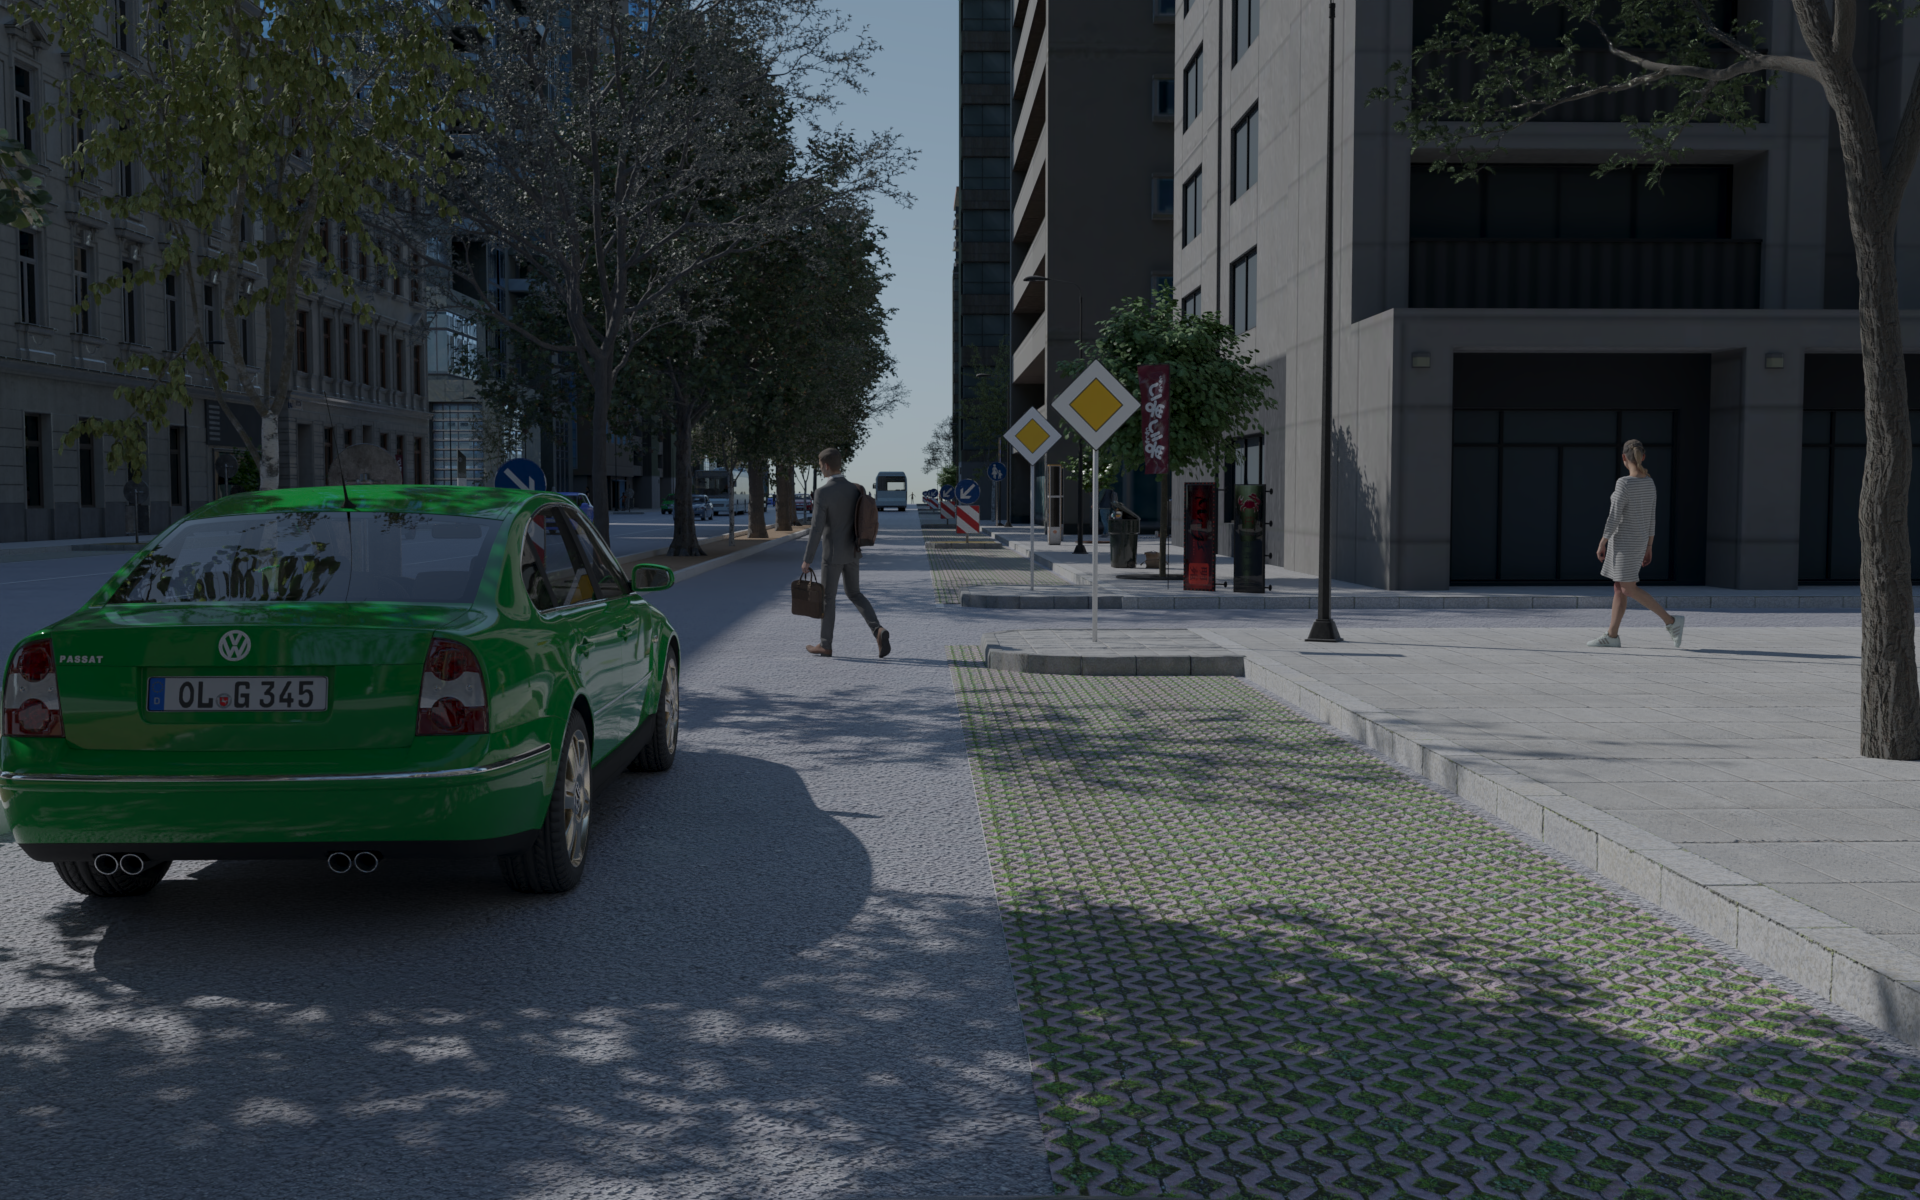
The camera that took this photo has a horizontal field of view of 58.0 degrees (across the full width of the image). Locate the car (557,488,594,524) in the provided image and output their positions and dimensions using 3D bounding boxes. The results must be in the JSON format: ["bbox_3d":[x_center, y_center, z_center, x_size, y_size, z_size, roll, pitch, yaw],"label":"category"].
[{"bbox_3d":[-14.289,-3.236,62.503,1.945,1.707,3.694,0,4,0],"label":"car"}]

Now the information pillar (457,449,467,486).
[{"bbox_3d":[-25.777,-6.009,89.596,0.504,3.616,0.183,-3,5,-45],"label":"information pillar"}]

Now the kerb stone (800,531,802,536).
[{"bbox_3d":[-5.423,-2.152,57.411,0.120,0.150,1.000,0,4,-2],"label":"kerb stone"}]

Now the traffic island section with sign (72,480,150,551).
[{"bbox_3d":[-21.324,-2.187,44.382,1.989,1.847,2.006,0,4,-2],"label":"traffic island section with sign"}]

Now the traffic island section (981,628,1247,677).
[{"bbox_3d":[1.212,0.444,15.021,2.009,0.180,2.903,0,4,-2],"label":"traffic island section"}]

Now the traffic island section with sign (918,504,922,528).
[{"bbox_3d":[-0.642,-3.925,72.798,1.989,1.847,2.006,0,4,-2],"label":"traffic island section with sign"}]

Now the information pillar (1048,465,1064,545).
[{"bbox_3d":[2.368,-2.386,43.505,0.304,2.012,0.304,0,4,-5],"label":"information pillar"}]

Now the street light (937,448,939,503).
[{"bbox_3d":[-1.611,-12.337,174.248,1.470,5.913,1.316,0,4,-2],"label":"street light"}]

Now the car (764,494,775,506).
[{"bbox_3d":[-22.503,-11.953,205.023,1.945,1.707,3.694,0,4,0],"label":"car"}]

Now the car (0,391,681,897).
[{"bbox_3d":[-2.310,0.076,7.555,1.959,1.807,4.718,0,4,-2],"label":"car"}]

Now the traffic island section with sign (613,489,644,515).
[{"bbox_3d":[-23.391,-6.961,122.440,1.989,1.847,2.006,0,4,-2],"label":"traffic island section with sign"}]

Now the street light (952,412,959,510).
[{"bbox_3d":[0.420,-7.658,97.755,1.470,5.913,1.316,0,4,-2],"label":"street light"}]

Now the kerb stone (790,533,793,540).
[{"bbox_3d":[-5.311,-1.902,53.313,0.120,0.150,1.000,0,4,-2],"label":"kerb stone"}]

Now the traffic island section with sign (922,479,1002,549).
[{"bbox_3d":[0.071,-2.277,45.852,1.989,1.847,2.006,0,4,-2],"label":"traffic island section with sign"}]

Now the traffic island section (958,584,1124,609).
[{"bbox_3d":[1.001,-0.044,23.003,2.009,0.180,2.903,0,4,-2],"label":"traffic island section"}]

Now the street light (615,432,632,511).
[{"bbox_3d":[-24.988,-9.541,128.537,1.470,5.913,1.316,0,4,-2],"label":"street light"}]

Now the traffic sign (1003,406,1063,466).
[{"bbox_3d":[0.977,-1.268,22.920,0.795,2.593,0.064,0,4,-2],"label":"traffic sign"}]

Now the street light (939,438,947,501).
[{"bbox_3d":[-0.767,-10.469,143.701,1.470,5.913,1.316,0,4,-2],"label":"street light"}]

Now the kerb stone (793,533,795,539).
[{"bbox_3d":[-5.343,-1.964,54.337,0.120,0.150,1.000,0,4,-2],"label":"kerb stone"}]

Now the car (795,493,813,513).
[{"bbox_3d":[-11.848,-7.351,129.235,2.155,1.783,4.494,0,4,-3],"label":"car"}]

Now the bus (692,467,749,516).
[{"bbox_3d":[-16.046,-7.459,116.818,2.948,3.499,13.247,0,4,-2],"label":"bus"}]

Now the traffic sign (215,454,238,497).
[{"bbox_3d":[-23.268,-3.354,54.947,0.768,2.556,0.104,0,4,6],"label":"traffic sign"}]

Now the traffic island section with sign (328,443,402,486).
[{"bbox_3d":[-5.369,-0.425,15.086,2.006,1.907,1.989,0,4,-2],"label":"traffic island section with sign"}]

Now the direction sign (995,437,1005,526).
[{"bbox_3d":[1.601,-4.734,69.391,0.379,3.537,0.876,0,4,-4],"label":"direction sign"}]

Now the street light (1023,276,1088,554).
[{"bbox_3d":[2.039,-3.942,37.000,1.470,5.913,1.316,0,4,-2],"label":"street light"}]

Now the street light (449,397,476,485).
[{"bbox_3d":[-23.783,-6.740,82.738,1.470,5.913,1.316,0,4,-2],"label":"street light"}]

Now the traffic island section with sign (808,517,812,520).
[{"bbox_3d":[-7.553,-5.472,97.603,2.006,1.907,1.989,0,4,-2],"label":"traffic island section with sign"}]

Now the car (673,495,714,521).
[{"bbox_3d":[-14.546,-5.052,94.597,2.014,1.417,4.499,0,4,0],"label":"car"}]

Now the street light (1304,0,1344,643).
[{"bbox_3d":[2.637,-2.593,14.931,1.470,5.913,1.316,0,4,-2],"label":"street light"}]

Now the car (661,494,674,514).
[{"bbox_3d":[-20.165,-7.016,123.514,1.959,1.807,4.718,0,4,0],"label":"car"}]

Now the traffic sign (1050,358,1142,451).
[{"bbox_3d":[1.189,-0.780,14.937,0.795,2.593,0.064,0,4,-2],"label":"traffic sign"}]

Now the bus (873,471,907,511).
[{"bbox_3d":[-5.919,-9.305,147.004,2.948,3.499,13.247,0,4,-3],"label":"bus"}]

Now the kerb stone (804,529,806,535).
[{"bbox_3d":[-5.475,-2.270,59.461,0.120,0.150,1.000,0,4,-2],"label":"kerb stone"}]

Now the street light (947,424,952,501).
[{"bbox_3d":[0.062,-8.656,114.058,1.470,5.913,1.316,0,4,-2],"label":"street light"}]

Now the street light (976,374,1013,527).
[{"bbox_3d":[1.335,-5.779,67.023,1.470,5.913,1.316,0,4,-2],"label":"street light"}]

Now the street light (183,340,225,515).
[{"bbox_3d":[-22.917,-4.890,52.494,1.470,5.913,1.316,0,4,-2],"label":"street light"}]

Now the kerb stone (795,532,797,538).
[{"bbox_3d":[-5.371,-2.028,55.359,0.120,0.150,1.000,0,4,-2],"label":"kerb stone"}]

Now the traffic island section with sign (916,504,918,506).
[{"bbox_3d":[-1.954,-6.953,122.306,1.989,1.847,2.006,0,4,-2],"label":"traffic island section with sign"}]

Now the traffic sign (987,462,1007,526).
[{"bbox_3d":[1.463,-4.184,68.518,0.768,2.556,0.104,0,4,3],"label":"traffic sign"}]

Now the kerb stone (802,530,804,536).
[{"bbox_3d":[-5.448,-2.217,58.439,0.120,0.150,1.000,0,4,-2],"label":"kerb stone"}]

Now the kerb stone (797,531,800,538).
[{"bbox_3d":[-5.395,-2.091,56.380,0.120,0.150,1.000,0,4,-2],"label":"kerb stone"}]

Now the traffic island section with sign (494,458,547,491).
[{"bbox_3d":[-5.555,-0.878,22.491,2.006,1.907,1.989,0,4,-2],"label":"traffic island section with sign"}]

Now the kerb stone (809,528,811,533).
[{"bbox_3d":[-5.562,-2.467,62.532,0.120,0.150,1.000,0,4,-2],"label":"kerb stone"}]

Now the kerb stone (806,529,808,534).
[{"bbox_3d":[-5.504,-2.338,60.482,0.120,0.150,1.000,0,4,-2],"label":"kerb stone"}]
